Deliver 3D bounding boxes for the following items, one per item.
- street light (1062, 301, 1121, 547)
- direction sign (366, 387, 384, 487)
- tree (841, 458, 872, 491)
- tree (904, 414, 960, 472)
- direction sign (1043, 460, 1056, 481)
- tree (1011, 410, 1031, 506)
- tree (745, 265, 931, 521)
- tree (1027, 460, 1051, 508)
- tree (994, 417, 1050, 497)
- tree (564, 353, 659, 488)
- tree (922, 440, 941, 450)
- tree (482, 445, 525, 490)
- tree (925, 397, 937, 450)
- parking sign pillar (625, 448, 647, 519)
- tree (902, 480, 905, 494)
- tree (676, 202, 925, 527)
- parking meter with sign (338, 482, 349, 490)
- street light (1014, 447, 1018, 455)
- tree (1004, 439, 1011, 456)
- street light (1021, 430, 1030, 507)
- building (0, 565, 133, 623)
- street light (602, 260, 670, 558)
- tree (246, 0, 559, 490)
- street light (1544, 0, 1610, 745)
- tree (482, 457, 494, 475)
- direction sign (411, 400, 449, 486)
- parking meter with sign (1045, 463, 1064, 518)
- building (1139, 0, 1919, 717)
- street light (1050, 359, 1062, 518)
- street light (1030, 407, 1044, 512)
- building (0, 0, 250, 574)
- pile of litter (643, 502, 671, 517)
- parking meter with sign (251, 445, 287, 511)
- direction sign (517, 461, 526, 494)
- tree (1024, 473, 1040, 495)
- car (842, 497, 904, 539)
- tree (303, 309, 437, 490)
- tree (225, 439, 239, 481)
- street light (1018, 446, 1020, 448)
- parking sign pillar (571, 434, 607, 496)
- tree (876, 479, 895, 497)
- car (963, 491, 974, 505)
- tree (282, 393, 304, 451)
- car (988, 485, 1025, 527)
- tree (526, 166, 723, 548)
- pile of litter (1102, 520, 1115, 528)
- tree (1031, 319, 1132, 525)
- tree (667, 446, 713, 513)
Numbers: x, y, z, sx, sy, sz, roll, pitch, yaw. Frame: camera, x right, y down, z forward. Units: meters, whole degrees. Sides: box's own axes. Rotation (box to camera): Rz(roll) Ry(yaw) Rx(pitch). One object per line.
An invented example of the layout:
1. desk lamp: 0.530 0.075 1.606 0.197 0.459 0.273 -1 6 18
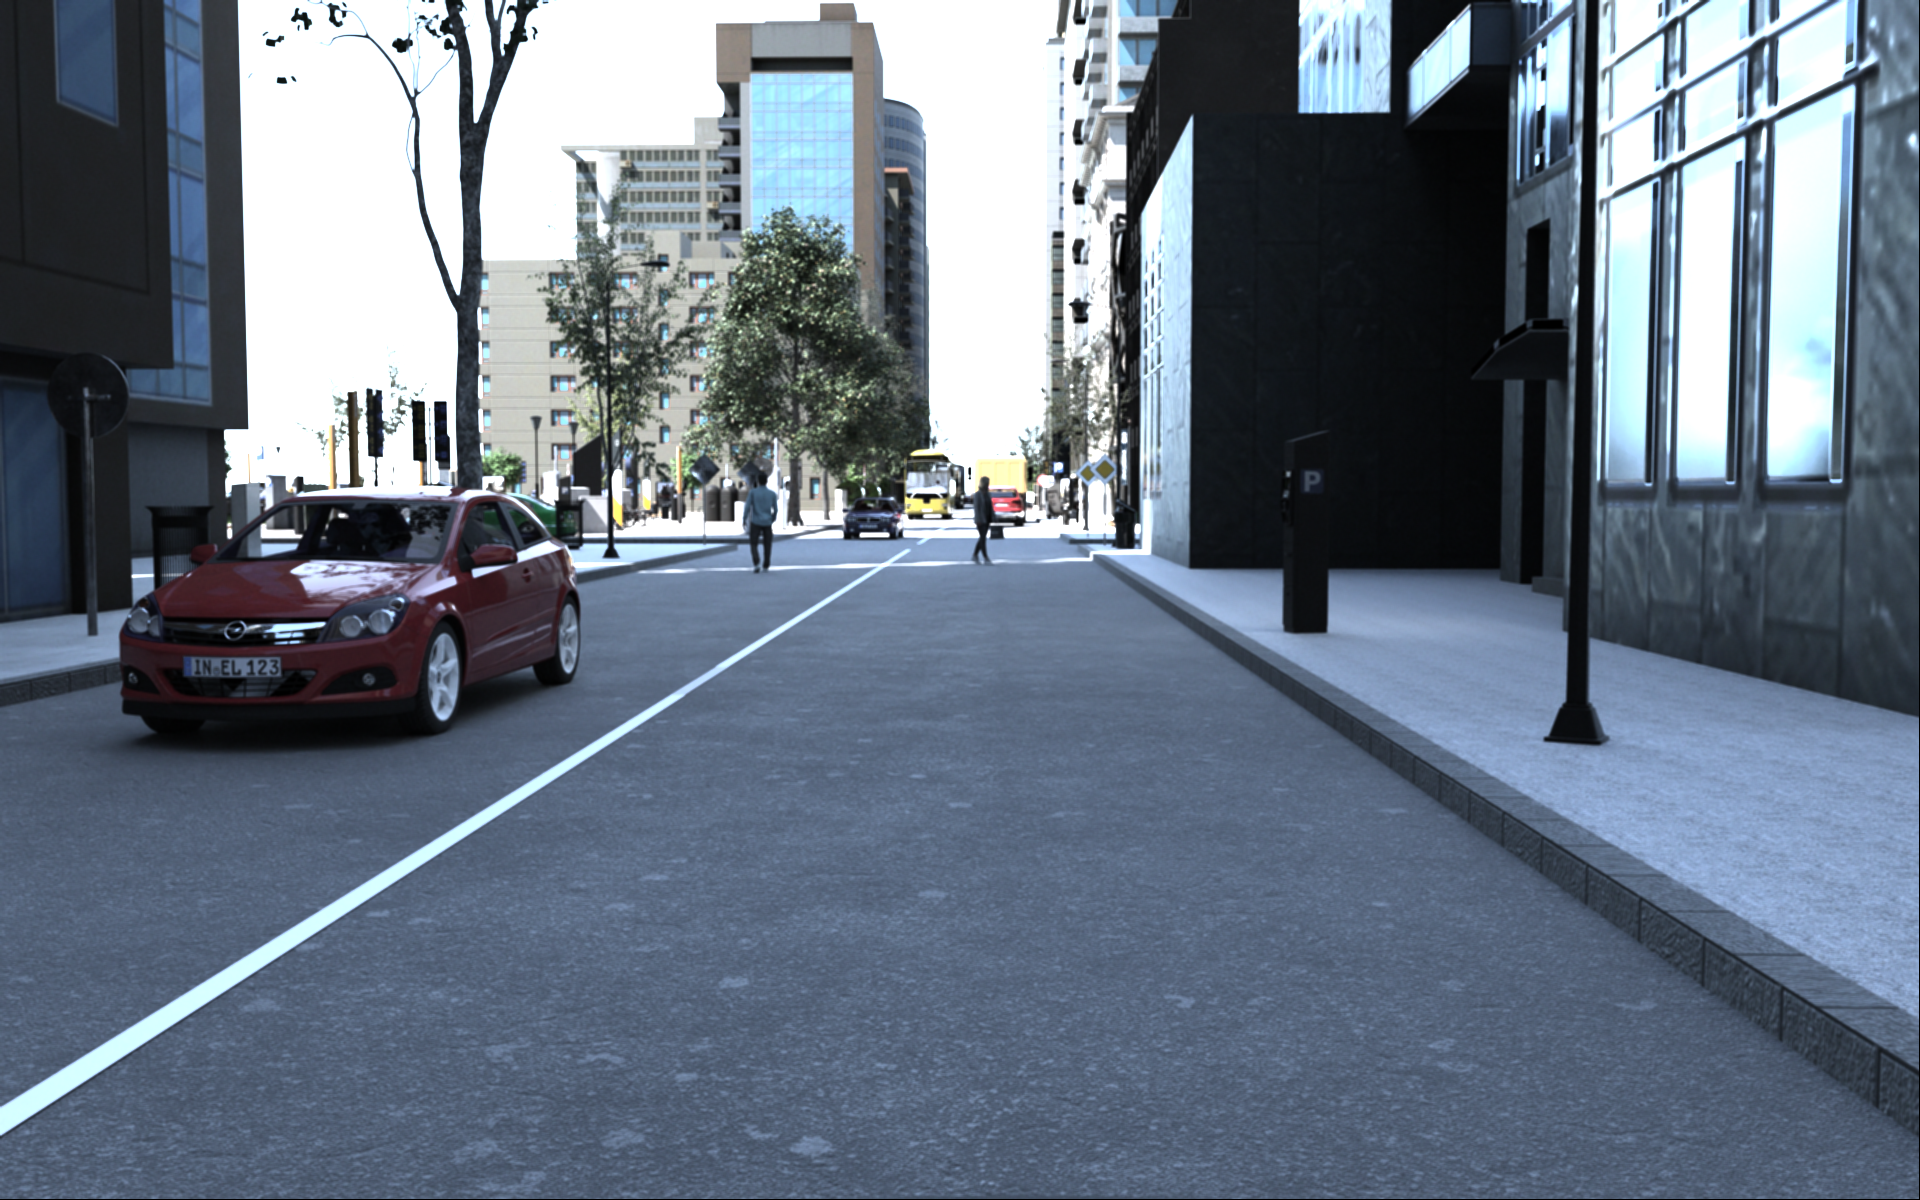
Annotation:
1. street light: 3.293 -4.239 41.844 1.470 5.913 1.316 0 4 1
2. direction sign: -12.573 -2.770 37.289 0.379 3.537 0.876 0 4 3
3. tree: -5.803 -6.104 94.399 1.663 3.219 1.824 0 3 0
4. tree: -3.321 -16.356 201.824 7.601 10.594 8.767 0 4 5
5. direction sign: 5.962 -7.550 115.439 0.876 3.537 0.379 -1 4 -22
6. tree: 6.727 -11.841 143.965 4.360 8.622 3.978 0 3 0
7. tree: -6.614 -10.593 83.560 12.009 13.543 11.850 0 3 0
8. tree: 7.019 -10.918 162.222 4.285 4.588 4.351 0 3 0
9. tree: 7.847 -16.794 208.992 8.767 10.594 7.601 0 4 -6
10. tree: -17.165 -8.304 86.125 4.737 8.622 4.395 0 3 0
11. tree: -3.877 -16.191 215.089 4.360 8.622 3.978 0 3 0
12. tree: -31.019 -8.145 116.886 4.285 4.588 4.351 0 3 0
13. tree: -6.038 -12.378 119.381 9.611 12.733 9.660 0 3 0
14. parking sign pillar: -16.968 -6.184 89.576 1.447 3.967 1.447 0 4 -1
15. tree: -5.120 -10.741 170.223 1.663 3.219 1.824 0 3 0
16. tree: -6.466 -9.254 68.318 9.611 12.733 9.660 0 3 0
17. parking meter with sign: -40.358 -7.168 113.453 1.738 3.016 0.543 -3 5 -40
18. street light: 6.203 -11.998 168.715 1.470 5.913 1.316 0 4 1
19. tree: 6.856 -14.276 183.769 4.360 8.622 3.978 0 3 0
20. street light: 5.327 -9.381 125.924 1.470 5.913 1.316 0 4 1
21. building: -16.005 -22.108 11.570 14.600 45.320 14.200 0 4 1
22. street light: -6.469 -3.796 34.600 1.470 5.913 1.316 0 4 1
23. tree: -6.444 -10.434 26.481 12.611 20.169 13.585 0 3 0
24. street light: 2.673 -2.222 8.866 1.470 5.913 1.316 0 4 1
25. tree: -21.429 -5.067 77.454 1.663 3.219 1.824 0 3 0
26. direction sign: -12.796 -3.051 41.876 0.876 3.537 0.379 0 4 0
27. parking meter with sign: 5.158 -6.058 95.316 0.543 3.016 1.738 1 4 22
28. building: 14.986 -43.376 21.865 22.319 86.520 31.000 0 4 1
29. street light: 3.810 -5.332 59.719 1.470 5.913 1.316 0 4 1
30. street light: 4.650 -7.358 92.837 1.470 5.913 1.316 0 4 1
31. building: -23.157 -23.286 30.841 14.200 45.320 14.600 0 4 1
32. pile of litter: -16.896 -5.038 96.332 1.719 0.858 1.176 0 4 -6
33. parking meter with sign: -24.607 -4.044 62.388 0.543 3.016 1.738 2 4 25
34. direction sign: -30.370 -7.807 119.634 0.876 3.537 0.379 1 4 15
35. tree: 6.758 -10.002 158.135 1.663 3.219 1.824 0 3 0
36. car: -2.776 -2.654 55.965 1.945 1.354 3.894 0 4 3
37. tree: -22.729 -7.230 68.580 4.360 8.622 3.978 0 3 0
38. tree: -35.208 -5.904 80.244 4.285 4.588 4.351 0 3 0
39. street light: 5.474 -9.976 135.644 1.470 5.913 1.316 0 4 1
40. parking sign pillar: -16.706 -5.444 77.475 1.447 3.967 1.447 -2 4 -30
41. tree: -5.883 -8.360 131.294 1.663 3.219 1.824 0 3 0
42. car: 1.369 -13.620 231.361 2.281 1.827 5.304 0 4 0
43. tree: -32.874 -8.574 90.548 4.360 8.622 3.978 0 3 0
44. car: 1.784 -4.221 77.683 2.281 1.827 5.304 0 4 0
45. tree: -7.824 -5.450 39.467 4.360 8.622 3.978 0 3 0
46. pile of litter: 6.145 -3.247 67.053 1.719 0.858 1.176 -2 4 -35
47. tree: 5.102 -7.458 72.299 4.360 8.622 3.978 0 3 0
48. tree: -18.479 -8.270 118.931 4.285 4.588 4.351 0 3 0
